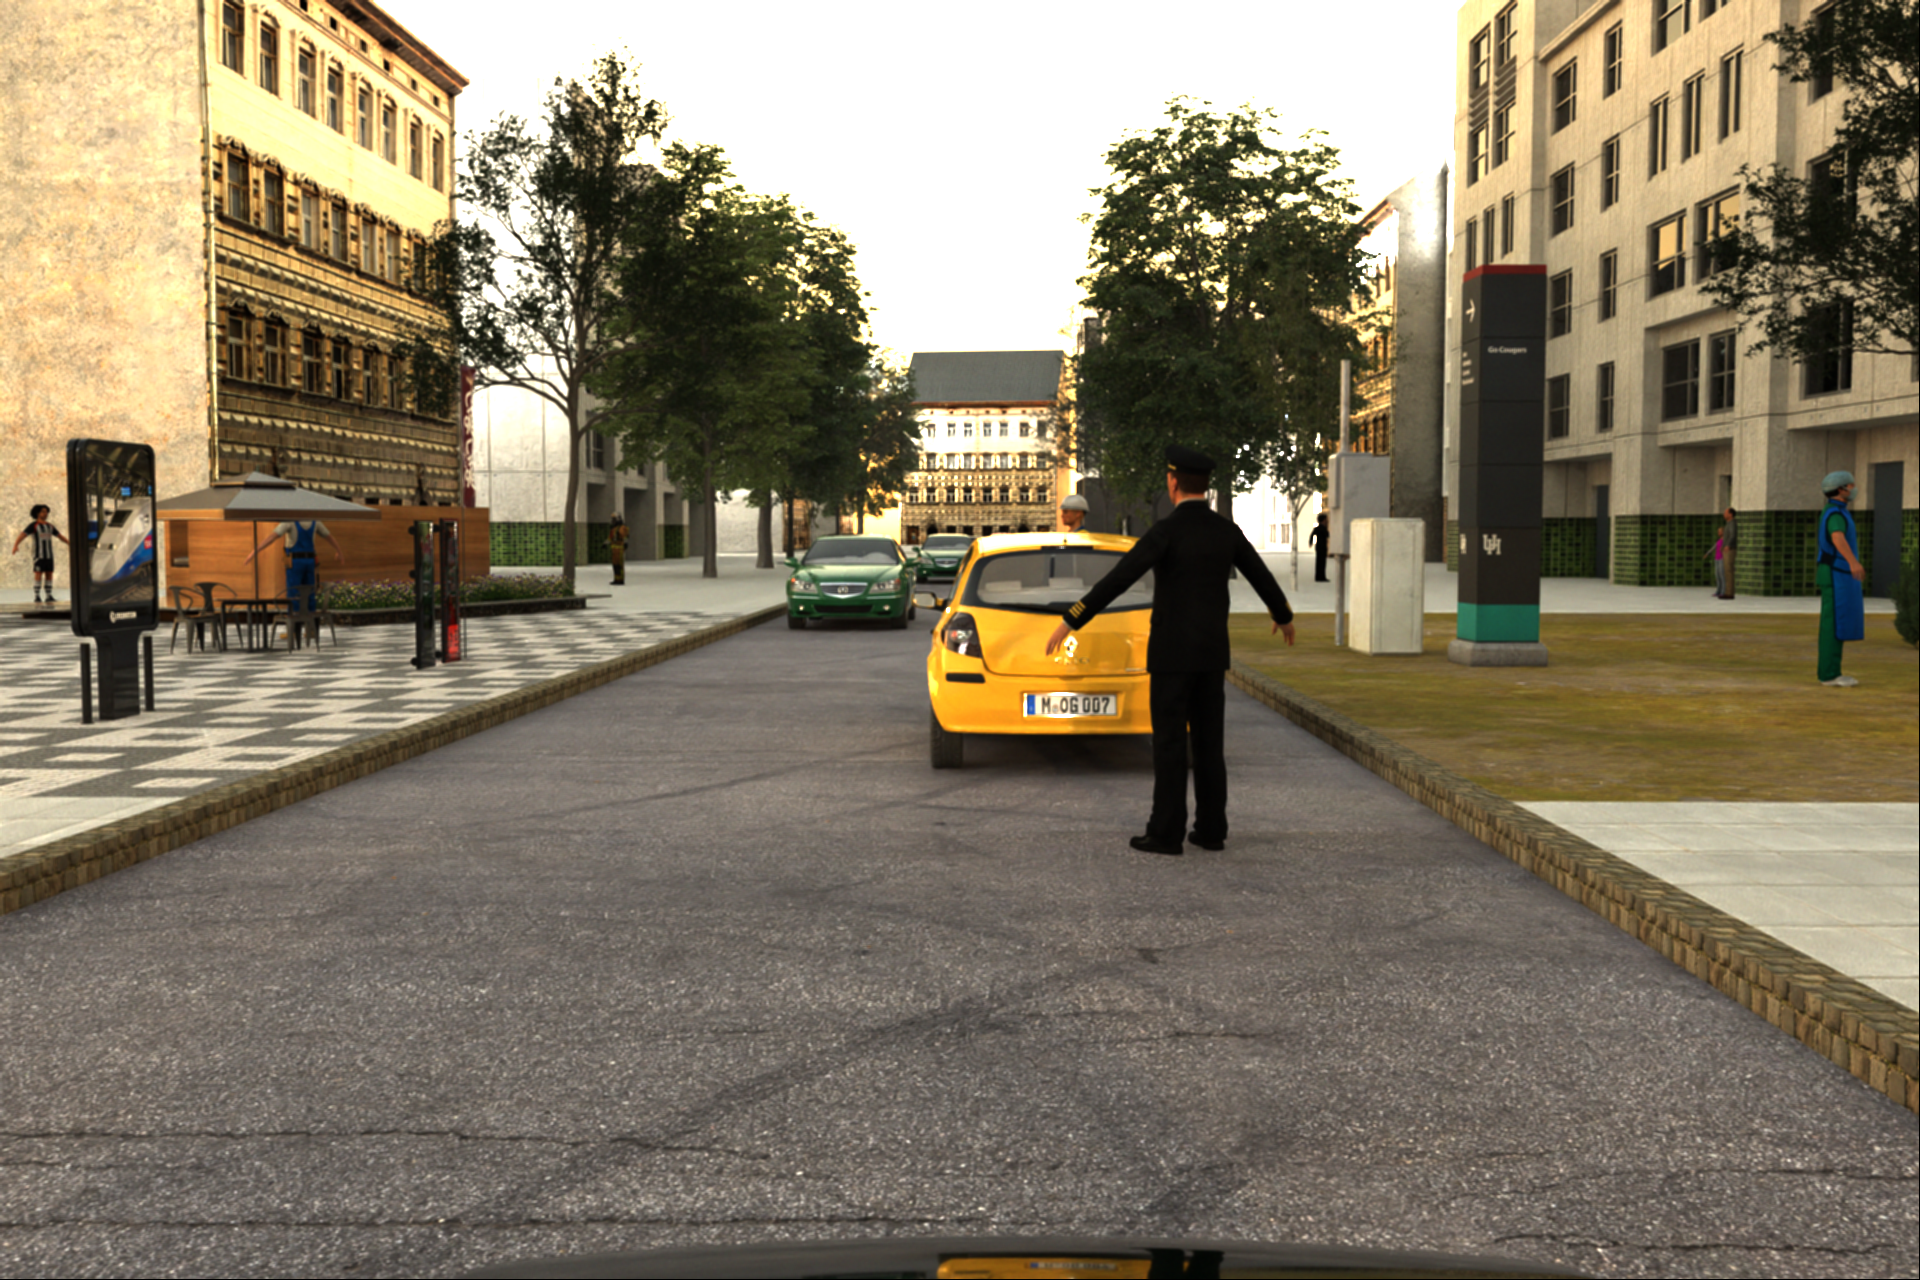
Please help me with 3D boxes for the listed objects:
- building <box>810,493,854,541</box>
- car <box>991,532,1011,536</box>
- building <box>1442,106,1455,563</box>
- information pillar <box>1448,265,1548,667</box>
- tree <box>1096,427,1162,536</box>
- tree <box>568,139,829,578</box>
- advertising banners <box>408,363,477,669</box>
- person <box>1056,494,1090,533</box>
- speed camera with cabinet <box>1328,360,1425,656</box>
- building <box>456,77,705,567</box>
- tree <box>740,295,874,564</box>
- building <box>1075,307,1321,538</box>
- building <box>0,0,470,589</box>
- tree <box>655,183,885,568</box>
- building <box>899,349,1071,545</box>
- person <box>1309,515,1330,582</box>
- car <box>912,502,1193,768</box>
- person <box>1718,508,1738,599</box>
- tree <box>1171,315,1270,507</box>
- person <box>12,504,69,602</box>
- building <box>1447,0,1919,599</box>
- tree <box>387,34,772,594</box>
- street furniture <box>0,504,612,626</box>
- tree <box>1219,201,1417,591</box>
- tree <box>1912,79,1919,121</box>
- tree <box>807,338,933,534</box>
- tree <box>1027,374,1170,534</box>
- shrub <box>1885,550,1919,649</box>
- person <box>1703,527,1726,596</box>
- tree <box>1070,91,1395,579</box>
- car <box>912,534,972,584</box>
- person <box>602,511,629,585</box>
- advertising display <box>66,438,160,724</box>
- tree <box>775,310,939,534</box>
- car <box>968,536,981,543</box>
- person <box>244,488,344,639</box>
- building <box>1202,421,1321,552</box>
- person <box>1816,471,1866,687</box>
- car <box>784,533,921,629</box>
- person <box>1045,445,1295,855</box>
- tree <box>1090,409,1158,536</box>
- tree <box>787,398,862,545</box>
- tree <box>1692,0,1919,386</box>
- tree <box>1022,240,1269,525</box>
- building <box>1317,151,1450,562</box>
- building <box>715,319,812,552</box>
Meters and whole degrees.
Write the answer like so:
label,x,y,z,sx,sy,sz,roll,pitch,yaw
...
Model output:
label,x,y,z,sx,sy,sz,roll,pitch,yaw
building,-20.888,-21.176,177.153,19.493,23.208,18.063,0,4,1
car,2.359,-5.321,96.046,2.155,1.783,4.494,0,4,1
building,26.309,-13.337,74.472,16.016,20.090,11.380,0,4,1
information pillar,5.311,-1.691,17.019,0.750,3.857,0.750,0,4,-1
tree,9.363,-8.958,96.823,4.737,8.622,4.395,0,3,0
tree,-7.668,-8.114,50.785,7.486,12.596,7.792,0,3,0
advertising banners,-5.114,-1.290,17.279,0.090,3.025,2.074,0,4,2
person,0.877,-0.353,14.698,0.721,1.772,1.216,-1,4,-21
speed camera with cabinet,4.576,-1.513,19.081,0.660,3.252,2.038,0,4,-1
building,-22.980,-13.263,83.304,16.747,18.905,31.486,0,4,1
tree,-7.247,-9.128,74.999,9.928,11.665,9.643,0,3,0
building,25.339,-20.099,172.590,27.936,21.610,32.646,0,4,1
building,-26.365,-13.353,49.250,19.493,23.208,18.063,0,4,2
tree,-7.245,-9.670,64.752,9.857,13.997,8.962,0,3,0
building,3.334,-22.779,205.825,18.063,23.208,19.493,1,4,8
person,9.760,-2.476,46.663,0.705,1.806,1.347,-1,4,-23
car,0.656,-0.109,12.014,2.015,1.641,3.980,0,4,0
person,15.142,-1.705,34.147,0.705,1.796,1.348,1,4,20
tree,8.494,-6.616,58.531,4.737,8.622,4.395,0,3,0
person,-16.900,-1.578,31.949,0.704,1.843,1.345,2,4,25
building,24.936,-10.811,43.216,16.747,18.905,31.486,0,4,1
tree,-6.992,-5.968,31.989,7.601,10.594,8.767,-1,4,-9
street furniture,-9.279,-1.296,28.051,9.812,1.723,11.010,1,4,20
tree,7.435,-5.416,38.918,4.360,8.622,3.978,0,3,0
tree,7.075,-4.413,6.571,8.767,10.594,7.601,0,4,-4
tree,-6.653,-12.674,113.874,9.857,13.997,8.962,0,3,0
tree,9.410,-12.257,110.773,12.009,13.543,11.850,0,3,0
shrub,10.854,-0.497,19.240,1.383,1.207,1.383,0,3,0
person,15.530,-1.602,35.466,0.599,1.433,0.991,0,4,-7
tree,7.530,-8.722,49.257,9.857,13.997,8.962,0,3,0
car,-0.352,-2.438,51.654,2.131,1.459,4.920,0,4,1
person,-8.661,-2.322,43.733,0.705,1.858,1.354,-3,4,-36
advertising display,-5.890,-0.420,12.084,0.123,1.923,0.974,0,4,2
tree,-6.810,-11.313,95.345,12.009,13.543,11.850,0,3,0
car,0.517,-4.255,82.157,1.945,1.354,3.894,0,4,1
person,-8.129,-0.945,21.299,0.705,1.847,1.347,3,4,36
building,25.165,-12.044,139.059,9.099,9.664,28.070,0,4,1
person,7.480,-0.525,14.715,0.704,1.817,1.347,1,4,21
car,-1.672,-0.970,27.659,2.131,1.459,4.920,0,4,1
person,1.016,0.033,7.851,1.347,1.837,0.705,-2,4,-28
tree,8.439,-8.373,87.268,4.737,8.622,4.395,0,3,0
tree,-6.768,-8.031,81.665,4.737,8.622,4.395,0,3,0
tree,13.583,-5.424,23.089,7.601,10.594,8.767,1,4,9
tree,8.028,-9.795,70.516,12.009,13.543,11.850,0,3,0
building,28.978,-15.634,86.542,19.493,23.208,18.063,0,4,1
building,-21.543,-18.380,131.437,19.493,23.208,18.063,0,4,1
